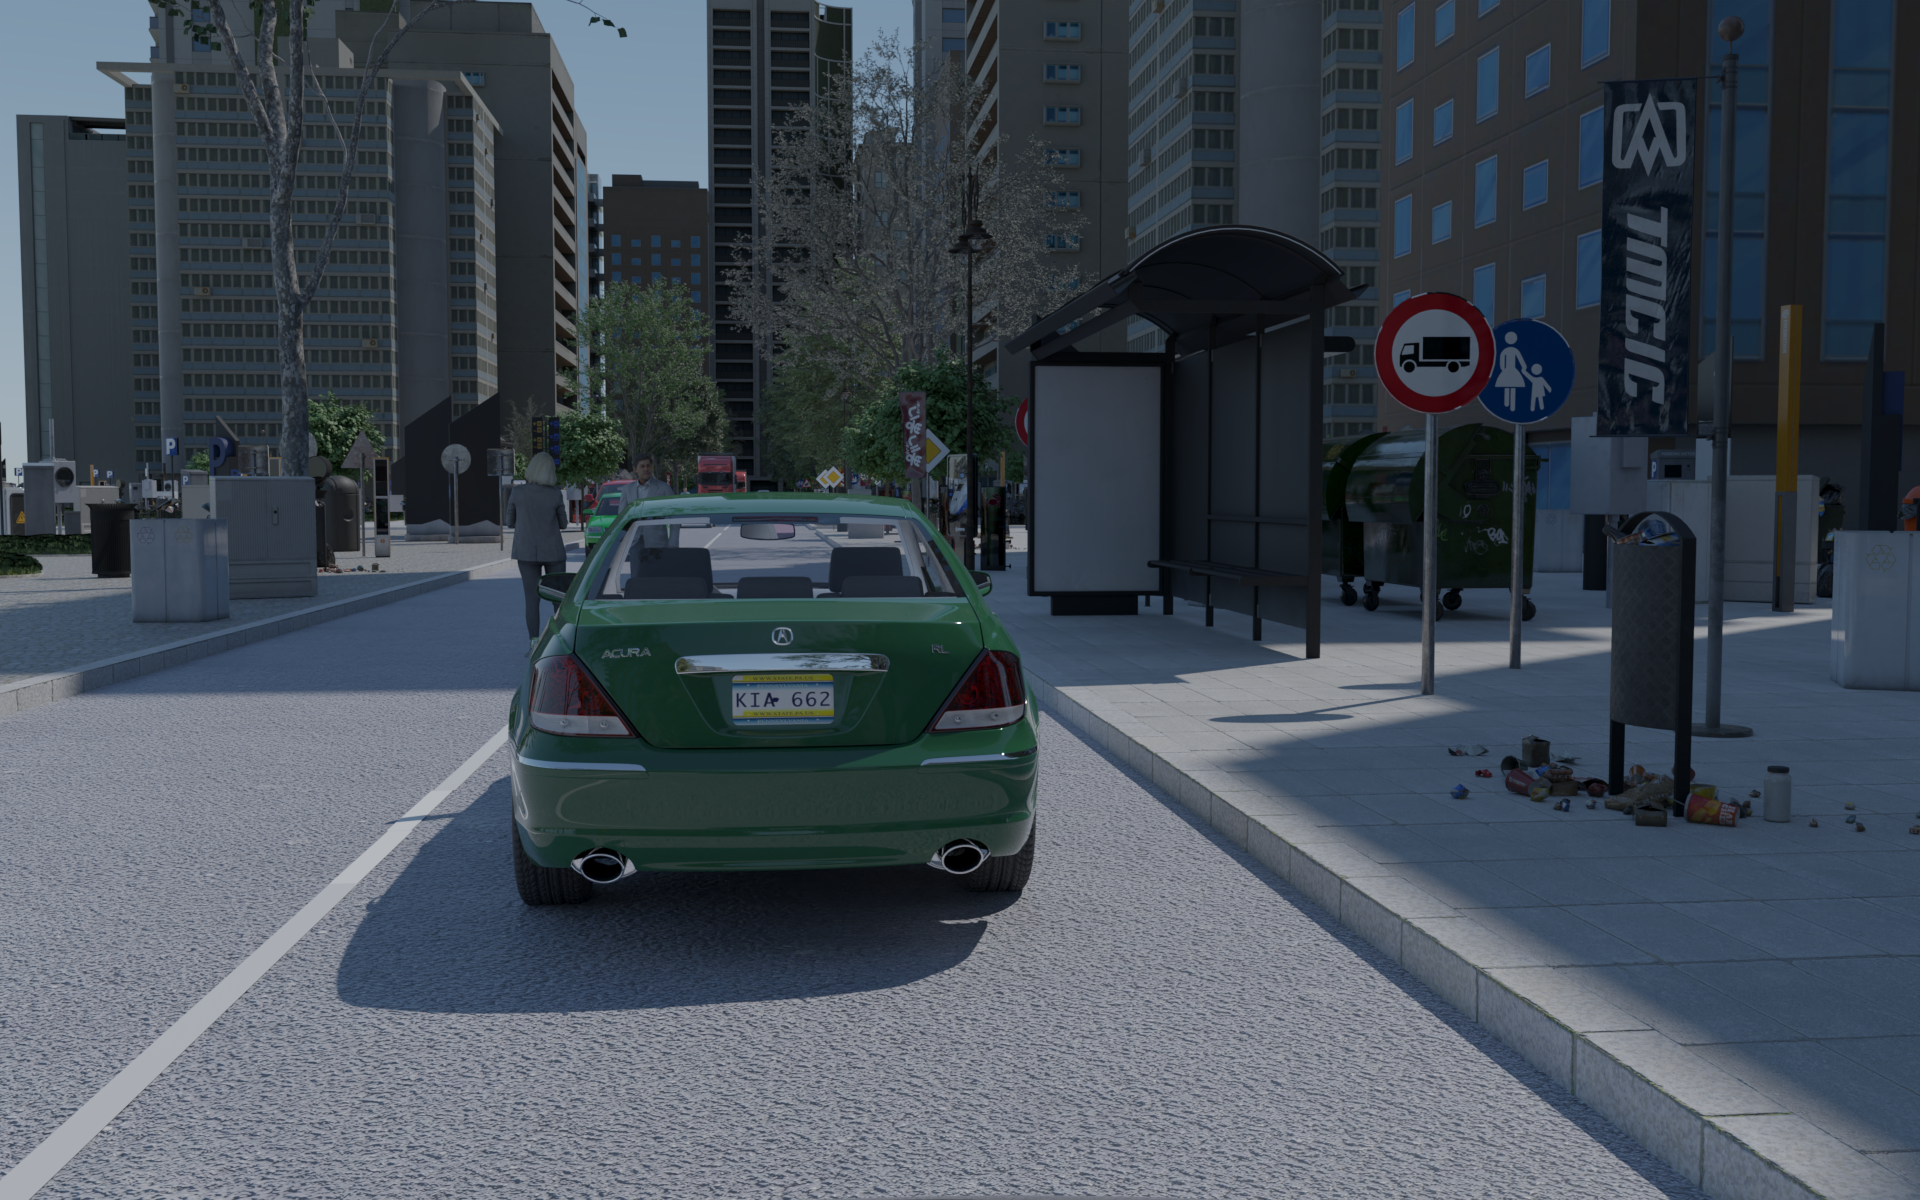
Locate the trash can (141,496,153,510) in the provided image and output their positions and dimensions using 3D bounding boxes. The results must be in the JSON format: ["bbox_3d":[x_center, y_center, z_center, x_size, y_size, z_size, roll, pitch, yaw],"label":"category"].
[{"bbox_3d":[-52.358,-6.116,111.658,0.748,1.137,0.748,0,3,0],"label":"trash can"}]

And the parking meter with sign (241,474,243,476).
[{"bbox_3d":[-51.927,-8.013,127.269,1.738,3.016,0.543,0,4,-5],"label":"parking meter with sign"}]

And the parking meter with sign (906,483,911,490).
[{"bbox_3d":[-4.156,-8.054,127.939,1.738,3.016,0.543,-2,4,-24],"label":"parking meter with sign"}]

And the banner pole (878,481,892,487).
[{"bbox_3d":[-3.215,-5.007,71.889,0.863,3.779,0.401,1,4,20],"label":"banner pole"}]

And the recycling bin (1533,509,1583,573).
[{"bbox_3d":[9.796,-0.979,28.563,0.722,1.027,0.722,0,4,-1],"label":"recycling bin"}]

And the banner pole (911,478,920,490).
[{"bbox_3d":[-3.111,-7.902,119.213,0.863,3.779,0.401,-2,4,-28],"label":"banner pole"}]

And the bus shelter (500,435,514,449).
[{"bbox_3d":[-14.886,-3.575,52.381,2.014,3.302,5.546,0,4,-6],"label":"bus shelter"}]

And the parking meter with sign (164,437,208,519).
[{"bbox_3d":[-23.931,-3.545,54.216,0.543,3.016,1.738,2,4,27],"label":"parking meter with sign"}]

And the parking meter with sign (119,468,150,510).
[{"bbox_3d":[-55.464,-7.352,116.463,1.738,3.016,0.543,-3,5,-45],"label":"parking meter with sign"}]

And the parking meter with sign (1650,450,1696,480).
[{"bbox_3d":[12.388,-2.070,30.114,1.738,3.016,0.543,0,4,6],"label":"parking meter with sign"}]

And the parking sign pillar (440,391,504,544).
[{"bbox_3d":[-12.715,-3.481,45.379,1.447,3.967,1.447,-1,4,-21],"label":"parking sign pillar"}]

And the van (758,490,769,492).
[{"bbox_3d":[-21.267,-11.033,187.398,2.013,2.044,4.112,0,4,-8],"label":"van"}]

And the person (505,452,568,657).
[{"bbox_3d":[-3.732,-0.406,15.321,0.537,1.800,0.526,0,4,-3],"label":"person"}]

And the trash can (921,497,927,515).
[{"bbox_3d":[-1.554,-4.173,79.874,0.748,1.137,0.748,0,3,0],"label":"trash can"}]

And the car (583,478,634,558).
[{"bbox_3d":[-7.408,-1.842,38.916,1.959,1.807,4.718,0,4,-7],"label":"car"}]

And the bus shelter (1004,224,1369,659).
[{"bbox_3d":[1.775,-1.337,15.776,2.014,3.302,5.546,0,4,-6],"label":"bus shelter"}]

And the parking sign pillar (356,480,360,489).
[{"bbox_3d":[-45.284,-8.567,128.547,1.447,3.967,1.447,0,4,2],"label":"parking sign pillar"}]

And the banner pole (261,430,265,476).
[{"bbox_3d":[-27.353,-4.775,68.095,0.401,3.779,0.863,-1,4,-19],"label":"banner pole"}]

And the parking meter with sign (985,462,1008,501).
[{"bbox_3d":[2.168,-5.881,92.414,1.738,3.016,0.543,1,4,17],"label":"parking meter with sign"}]

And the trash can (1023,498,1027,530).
[{"bbox_3d":[2.502,-2.855,58.337,0.748,1.137,0.748,0,3,0],"label":"trash can"}]

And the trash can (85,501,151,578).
[{"bbox_3d":[-13.022,-0.915,26.621,0.748,1.137,0.748,0,3,0],"label":"trash can"}]

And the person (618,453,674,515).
[{"bbox_3d":[-3.139,-0.562,17.536,0.661,1.843,0.795,1,4,8],"label":"person"}]

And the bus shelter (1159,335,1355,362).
[{"bbox_3d":[3.709,-3.029,27.160,2.179,5.291,8.768,0,4,-7],"label":"bus shelter"}]

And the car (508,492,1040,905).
[{"bbox_3d":[-0.827,0.259,7.557,2.131,1.459,4.920,0,4,-7],"label":"car"}]

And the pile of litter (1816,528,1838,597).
[{"bbox_3d":[11.277,-0.470,21.654,1.719,0.858,1.176,-3,5,-43],"label":"pile of litter"}]

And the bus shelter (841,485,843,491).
[{"bbox_3d":[-9.081,-8.912,139.626,2.014,3.302,5.546,0,4,-7],"label":"bus shelter"}]

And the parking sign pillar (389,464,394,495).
[{"bbox_3d":[-34.960,-7.329,108.300,1.447,3.967,1.447,-2,4,-34],"label":"parking sign pillar"}]

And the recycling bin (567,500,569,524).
[{"bbox_3d":[-17.010,-3.706,73.154,0.722,1.027,0.722,2,4,24],"label":"recycling bin"}]

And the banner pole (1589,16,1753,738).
[{"bbox_3d":[3.815,-1.175,9.234,0.863,3.779,0.401,1,4,12],"label":"banner pole"}]

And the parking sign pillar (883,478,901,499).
[{"bbox_3d":[-2.944,-5.375,76.360,1.447,3.967,1.447,2,4,23],"label":"parking sign pillar"}]

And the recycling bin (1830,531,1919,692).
[{"bbox_3d":[6.275,0.060,11.575,0.722,1.027,0.722,1,4,19],"label":"recycling bin"}]

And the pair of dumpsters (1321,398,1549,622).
[{"bbox_3d":[4.945,-1.033,19.378,1.574,2.255,4.437,0,4,-6],"label":"pair of dumpsters"}]

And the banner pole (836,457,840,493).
[{"bbox_3d":[-7.197,-6.863,102.230,0.401,3.779,0.863,1,4,14],"label":"banner pole"}]

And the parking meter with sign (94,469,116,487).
[{"bbox_3d":[-60.631,-7.735,122.732,0.543,3.016,1.738,1,4,12],"label":"parking meter with sign"}]

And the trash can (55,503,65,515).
[{"bbox_3d":[-62.281,-6.577,119.194,0.748,1.137,0.748,0,3,0],"label":"trash can"}]

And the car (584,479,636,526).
[{"bbox_3d":[-8.461,-2.201,44.654,2.281,1.827,5.304,0,4,-7],"label":"car"}]

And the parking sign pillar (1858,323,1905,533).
[{"bbox_3d":[14.840,-2.414,27.941,1.447,3.967,1.447,1,4,21],"label":"parking sign pillar"}]

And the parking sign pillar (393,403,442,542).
[{"bbox_3d":[-14.443,-3.597,47.291,1.447,3.967,1.447,0,4,-1],"label":"parking sign pillar"}]

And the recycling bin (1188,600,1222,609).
[{"bbox_3d":[3.084,-0.440,19.754,0.722,1.027,0.722,-2,4,-27],"label":"recycling bin"}]

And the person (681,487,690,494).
[{"bbox_3d":[-14.905,-5.237,94.136,0.660,1.820,0.620,-2,4,-24],"label":"person"}]

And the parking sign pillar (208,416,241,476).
[{"bbox_3d":[-25.119,-4.325,59.187,1.447,3.967,1.447,3,4,38],"label":"parking sign pillar"}]

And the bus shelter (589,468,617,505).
[{"bbox_3d":[-19.747,-7.035,92.661,2.179,5.291,8.768,0,4,-6],"label":"bus shelter"}]

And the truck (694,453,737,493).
[{"bbox_3d":[-16.785,-8.002,119.751,2.839,4.237,11.283,0,4,-7],"label":"truck"}]

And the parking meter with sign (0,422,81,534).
[{"bbox_3d":[-22.471,-2.815,42.285,1.738,3.016,0.543,-2,4,-29],"label":"parking meter with sign"}]

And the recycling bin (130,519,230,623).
[{"bbox_3d":[-7.919,-0.309,17.602,0.722,1.027,0.722,0,4,-2],"label":"recycling bin"}]

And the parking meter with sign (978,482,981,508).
[{"bbox_3d":[0.949,-6.960,110.049,1.738,3.016,0.543,-2,4,-24],"label":"parking meter with sign"}]

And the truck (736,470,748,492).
[{"bbox_3d":[-26.270,-13.078,202.743,2.839,4.237,11.283,0,4,-7],"label":"truck"}]

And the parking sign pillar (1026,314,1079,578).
[{"bbox_3d":[1.728,-2.312,26.269,1.447,3.967,1.447,-2,4,-32],"label":"parking sign pillar"}]
